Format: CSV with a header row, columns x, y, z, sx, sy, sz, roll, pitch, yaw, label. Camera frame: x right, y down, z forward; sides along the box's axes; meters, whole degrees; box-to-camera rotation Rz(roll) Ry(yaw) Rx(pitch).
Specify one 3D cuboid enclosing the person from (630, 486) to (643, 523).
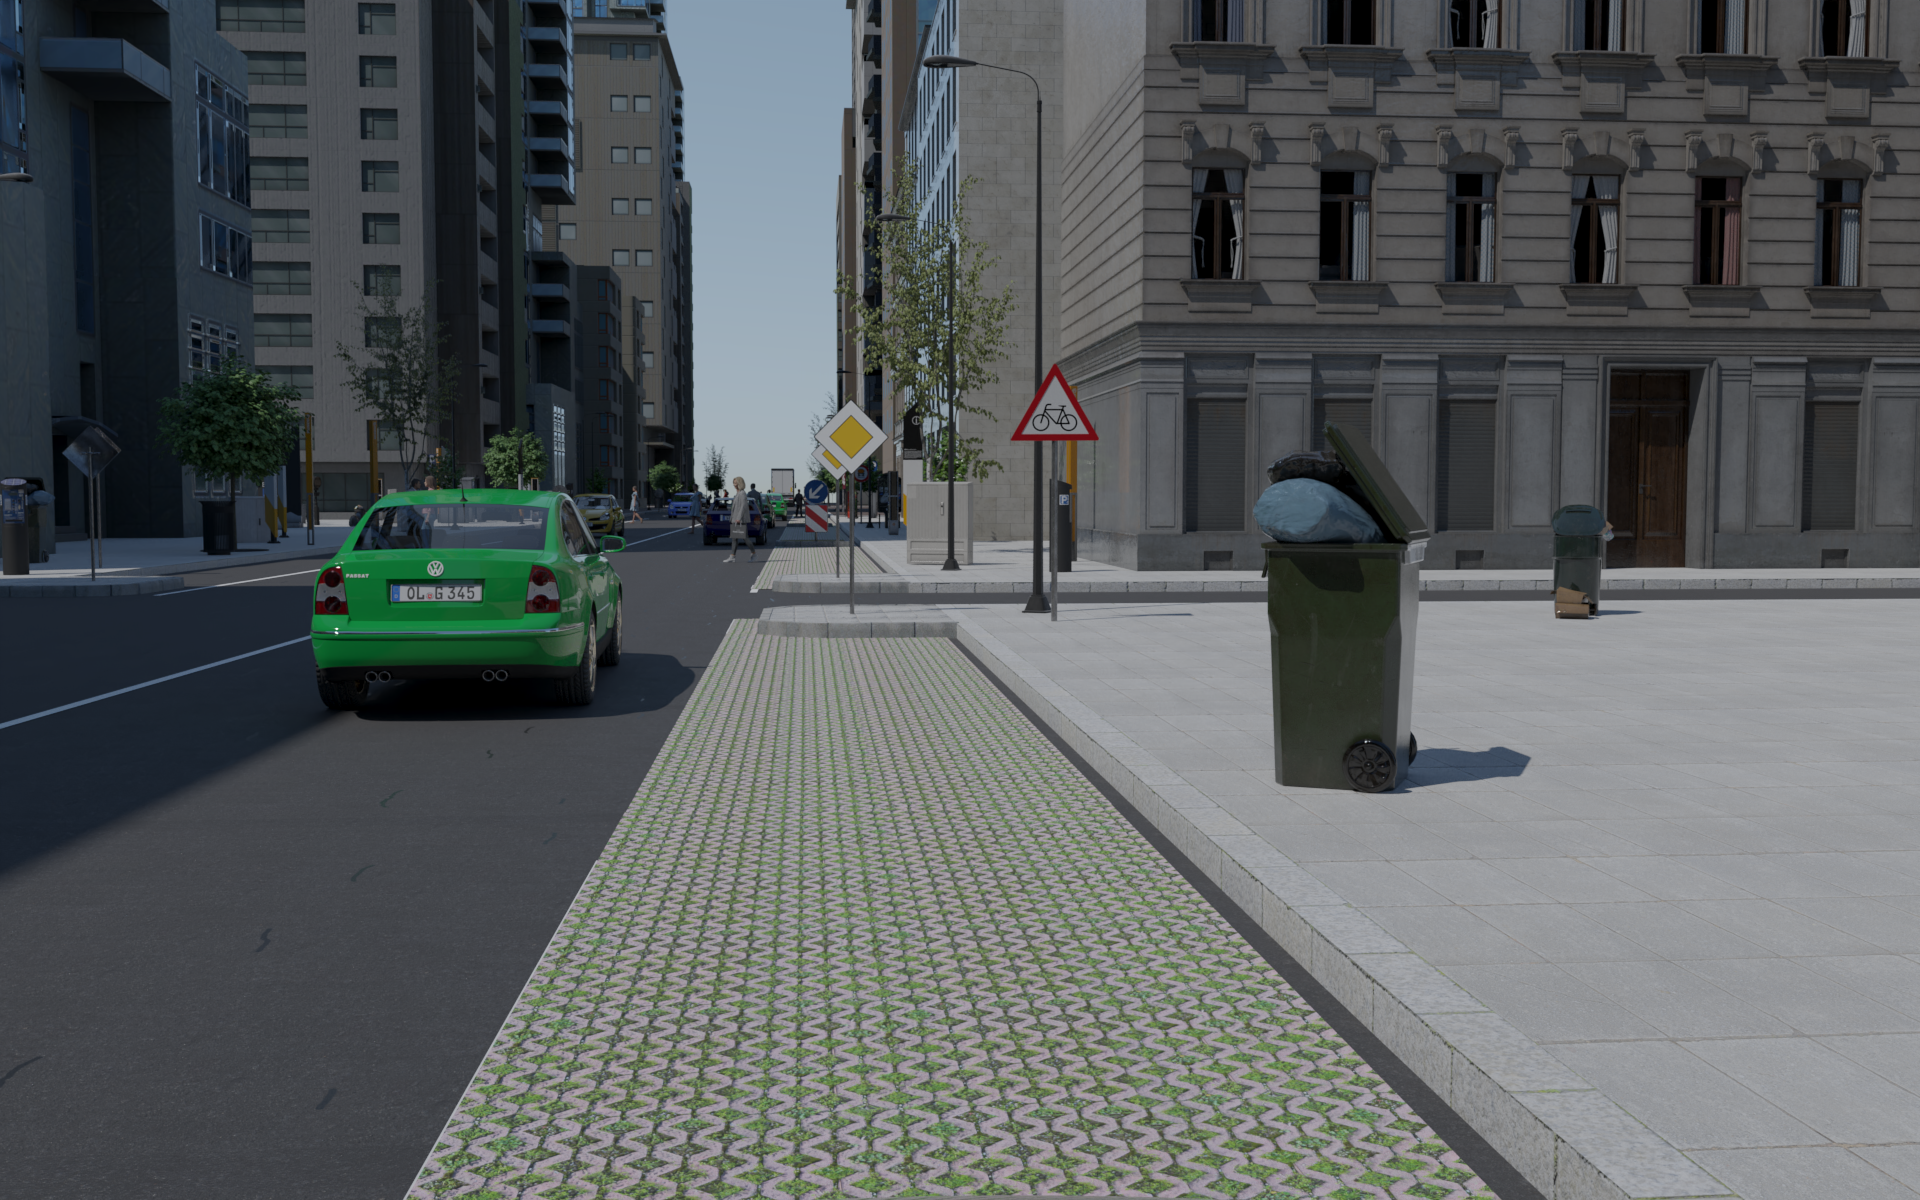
x,y,z,sx,sy,sz,roll,pitch,yaw,label
-15.718,-4.622,84.158,0.778,1.811,0.616,1,4,23,person

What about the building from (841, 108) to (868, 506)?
x,y,z,sx,sy,sz,roll,pitch,yaw,label
-6.395,-33.485,197.589,14.600,45.320,14.200,0,4,-5,building

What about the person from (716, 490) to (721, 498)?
x,y,z,sx,sy,sz,roll,pitch,yaw,label
-17.856,-7.243,127.837,0.530,1.710,0.541,-1,4,-19,person

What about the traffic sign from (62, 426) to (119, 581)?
x,y,z,sx,sy,sz,roll,pitch,yaw,label
-12.772,-1.335,25.471,0.795,2.450,0.064,0,4,-5,traffic sign

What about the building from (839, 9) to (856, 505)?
x,y,z,sx,sy,sz,roll,pitch,yaw,label
-5.043,-47.469,214.362,20.563,71.187,20.611,0,4,-5,building

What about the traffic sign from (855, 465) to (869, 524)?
x,y,z,sx,sy,sz,roll,pitch,yaw,label
-4.249,-4.547,74.448,0.768,2.556,0.104,0,4,-2,traffic sign

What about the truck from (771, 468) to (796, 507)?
x,y,z,sx,sy,sz,roll,pitch,yaw,label
-19.746,-12.515,193.538,2.839,4.237,11.283,0,4,-5,truck

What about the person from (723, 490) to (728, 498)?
x,y,z,sx,sy,sz,roll,pitch,yaw,label
-20.796,-8.864,153.372,0.705,1.831,1.348,1,4,13,person

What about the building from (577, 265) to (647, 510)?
x,y,z,sx,sy,sz,roll,pitch,yaw,label
-41.554,-18.319,144.557,27.650,21.520,28.899,0,4,-5,building

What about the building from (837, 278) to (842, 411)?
x,y,z,sx,sy,sz,roll,pitch,yaw,label
-9.468,-28.194,232.674,14.160,30.474,14.107,0,4,-5,building

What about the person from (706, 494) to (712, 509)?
x,y,z,sx,sy,sz,roll,pitch,yaw,label
-20.804,-8.077,143.740,0.799,1.438,0.628,2,4,32,person

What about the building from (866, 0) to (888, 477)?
x,y,z,sx,sy,sz,roll,pitch,yaw,label
4.075,-29.326,134.111,22.147,44.769,28.867,0,4,-5,building

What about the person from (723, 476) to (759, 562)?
x,y,z,sx,sy,sz,roll,pitch,yaw,label
-4.574,-1.686,36.257,0.728,1.800,0.709,-1,4,-18,person

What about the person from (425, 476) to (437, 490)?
x,y,z,sx,sy,sz,roll,pitch,yaw,label
-11.491,-1.771,37.465,0.388,1.821,0.555,-2,4,-30,person

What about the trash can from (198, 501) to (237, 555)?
x,y,z,sx,sy,sz,roll,pitch,yaw,label
-15.603,-1.516,36.436,0.748,1.137,0.748,0,3,0,trash can

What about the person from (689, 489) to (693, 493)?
x,y,z,sx,sy,sz,roll,pitch,yaw,label
-16.941,-6.159,109.913,0.721,1.735,1.217,0,4,-4,person

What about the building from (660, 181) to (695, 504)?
x,y,z,sx,sy,sz,roll,pitch,yaw,label
-41.317,-32.784,219.612,14.154,41.232,14.086,0,4,-5,building

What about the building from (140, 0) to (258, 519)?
x,y,z,sx,sy,sz,roll,pitch,yaw,label
-36.282,-48.952,113.031,22.319,86.520,31.000,0,4,-5,building

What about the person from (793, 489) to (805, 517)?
x,y,z,sx,sy,sz,roll,pitch,yaw,label
-10.183,-6.162,109.802,0.990,1.755,0.434,3,4,36,person

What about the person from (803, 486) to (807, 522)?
x,y,z,sx,sy,sz,roll,pitch,yaw,label
-7.856,-4.941,89.094,0.447,1.846,0.655,-3,4,-36,person

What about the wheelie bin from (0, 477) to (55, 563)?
x,y,z,sx,sy,sz,roll,pitch,yaw,label
-17.328,-1.483,32.156,0.980,1.594,0.693,-1,4,-13,wheelie bin

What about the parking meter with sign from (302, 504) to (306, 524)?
x,y,z,sx,sy,sz,roll,pitch,yaw,label
-29.084,-4.822,75.107,1.738,3.016,0.543,2,4,31,parking meter with sign

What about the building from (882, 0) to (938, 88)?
x,y,z,sx,sy,sz,roll,pitch,yaw,label
2.156,-28.271,112.344,14.600,45.320,14.200,0,4,-5,building

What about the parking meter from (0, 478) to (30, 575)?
x,y,z,sx,sy,sz,roll,pitch,yaw,label
-14.978,-1.164,27.443,0.372,1.533,0.369,0,3,0,parking meter

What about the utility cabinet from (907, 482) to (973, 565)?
x,y,z,sx,sy,sz,roll,pitch,yaw,label
-0.367,-1.384,31.308,1.173,1.500,0.318,1,4,19,utility cabinet

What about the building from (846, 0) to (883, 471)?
x,y,z,sx,sy,sz,roll,pitch,yaw,label
4.095,-35.038,162.110,28.713,52.752,27.495,0,4,-5,building

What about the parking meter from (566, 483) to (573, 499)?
x,y,z,sx,sy,sz,roll,pitch,yaw,label
-20.524,-5.222,91.090,0.255,1.863,0.399,1,4,15,parking meter

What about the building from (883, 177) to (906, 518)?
x,y,z,sx,sy,sz,roll,pitch,yaw,label
1.636,-13.932,92.415,10.561,19.102,19.286,0,4,-5,building

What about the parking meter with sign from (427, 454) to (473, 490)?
x,y,z,sx,sy,sz,roll,pitch,yaw,label
-22.377,-4.867,75.835,1.738,3.016,0.543,1,4,12,parking meter with sign

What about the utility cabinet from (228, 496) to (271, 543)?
x,y,z,sx,sy,sz,roll,pitch,yaw,label
-18.656,-2.101,45.519,0.306,1.237,1.020,3,4,37,utility cabinet

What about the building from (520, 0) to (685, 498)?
x,y,z,sx,sy,sz,roll,pitch,yaw,label
-48.236,-56.737,240.321,22.319,86.520,31.000,0,4,-5,building

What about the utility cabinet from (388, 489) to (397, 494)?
x,y,z,sx,sy,sz,roll,pitch,yaw,label
-25.063,-4.144,76.435,0.318,1.500,1.173,-1,4,-22,utility cabinet

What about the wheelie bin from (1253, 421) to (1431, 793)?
x,y,z,sx,sy,sz,roll,pitch,yaw,label
1.690,0.013,7.698,0.693,1.594,0.980,1,4,23,wheelie bin

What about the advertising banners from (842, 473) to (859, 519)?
x,y,z,sx,sy,sz,roll,pitch,yaw,label
-5.722,-5.727,89.821,0.090,3.025,2.074,-2,4,-27,advertising banners

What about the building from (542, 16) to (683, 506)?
x,y,z,sx,sy,sz,roll,pitch,yaw,label
-46.504,-37.155,196.727,28.713,52.752,27.495,0,4,-5,building

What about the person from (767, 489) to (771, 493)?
x,y,z,sx,sy,sz,roll,pitch,yaw,label
-11.964,-6.133,109.570,0.721,1.735,1.217,0,4,8,person

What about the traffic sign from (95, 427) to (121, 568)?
x,y,z,sx,sy,sz,roll,pitch,yaw,label
-14.953,-1.766,30.064,0.795,2.450,0.064,0,4,-1,traffic sign

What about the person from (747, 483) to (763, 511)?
x,y,z,sx,sy,sz,roll,pitch,yaw,label
-7.202,-3.147,60.074,0.709,1.813,0.853,-3,5,-41,person

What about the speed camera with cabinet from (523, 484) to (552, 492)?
x,y,z,sx,sy,sz,roll,pitch,yaw,label
-21.647,-5.824,89.563,0.660,3.252,2.038,3,4,36,speed camera with cabinet

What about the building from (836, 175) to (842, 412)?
x,y,z,sx,sy,sz,roll,pitch,yaw,label
-6.960,-38.320,250.238,21.300,48.544,21.600,0,4,-5,building

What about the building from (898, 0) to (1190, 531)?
x,y,z,sx,sy,sz,roll,pitch,yaw,label
2.762,-13.730,73.642,9.793,20.994,18.267,0,4,-5,building

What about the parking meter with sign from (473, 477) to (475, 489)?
x,y,z,sx,sy,sz,roll,pitch,yaw,label
-22.513,-5.058,78.951,1.738,3.016,0.543,0,4,-2,parking meter with sign

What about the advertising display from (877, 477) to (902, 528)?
x,y,z,sx,sy,sz,roll,pitch,yaw,label
-2.638,-3.645,64.817,0.974,1.923,0.123,-2,4,-31,advertising display

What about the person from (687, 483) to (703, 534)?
x,y,z,sx,sy,sz,roll,pitch,yaw,label
-9.452,-3.280,62.220,0.778,1.811,0.616,-2,4,-29,person

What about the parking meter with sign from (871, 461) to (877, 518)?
x,y,z,sx,sy,sz,roll,pitch,yaw,label
-4.642,-5.876,92.335,0.543,3.016,1.738,0,3,0,parking meter with sign

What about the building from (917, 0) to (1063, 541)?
x,y,z,sx,sy,sz,roll,pitch,yaw,label
4.389,-12.283,55.572,10.420,20.320,16.860,0,4,-5,building

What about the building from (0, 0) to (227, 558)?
x,y,z,sx,sy,sz,roll,pitch,yaw,label
-30.959,-44.393,38.501,22.319,86.520,31.000,0,4,-5,building

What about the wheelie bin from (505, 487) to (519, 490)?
x,y,z,sx,sy,sz,roll,pitch,yaw,label
-20.450,-4.368,79.324,0.980,1.594,0.693,0,4,-3,wheelie bin

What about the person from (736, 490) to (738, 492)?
x,y,z,sx,sy,sz,roll,pitch,yaw,label
-12.111,-5.226,94.345,0.834,1.777,0.661,0,4,8,person

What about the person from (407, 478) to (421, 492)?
x,y,z,sx,sy,sz,roll,pitch,yaw,label
-14.339,-2.260,45.301,0.795,1.843,0.661,1,4,15,person

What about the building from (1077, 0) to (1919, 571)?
x,y,z,sx,sy,sz,roll,pitch,yaw,label
11.405,-11.276,33.515,18.267,20.994,9.793,0,4,-5,building

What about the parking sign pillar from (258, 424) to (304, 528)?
x,y,z,sx,sy,sz,roll,pitch,yaw,label
-25.759,-4.733,65.851,1.447,3.967,1.447,-1,4,-18,parking sign pillar

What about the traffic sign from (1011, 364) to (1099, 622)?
x,y,z,sx,sy,sz,roll,pitch,yaw,label
0.948,-1.063,17.382,0.884,2.594,0.081,0,4,0,traffic sign

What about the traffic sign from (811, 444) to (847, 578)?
x,y,z,sx,sy,sz,roll,pitch,yaw,label
-1.869,-1.393,26.423,0.795,2.450,0.064,0,4,-5,traffic sign

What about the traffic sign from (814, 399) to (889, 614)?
x,y,z,sx,sy,sz,roll,pitch,yaw,label
-1.158,-0.907,18.469,0.795,2.450,0.064,0,4,-5,traffic sign

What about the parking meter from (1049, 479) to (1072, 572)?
x,y,z,sx,sy,sz,roll,pitch,yaw,label
1.652,-1.226,28.457,0.372,1.533,0.369,0,3,0,parking meter

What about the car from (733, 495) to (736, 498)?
x,y,z,sx,sy,sz,roll,pitch,yaw,label
-25.659,-11.537,201.210,1.945,1.354,3.894,0,4,-6,car

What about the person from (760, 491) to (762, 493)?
x,y,z,sx,sy,sz,roll,pitch,yaw,label
-22.583,-11.468,196.710,1.217,1.736,0.721,0,4,1,person

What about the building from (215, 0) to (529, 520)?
x,y,z,sx,sy,sz,roll,pitch,yaw,label
-31.114,-19.552,91.376,14.160,30.474,14.107,0,4,-5,building
